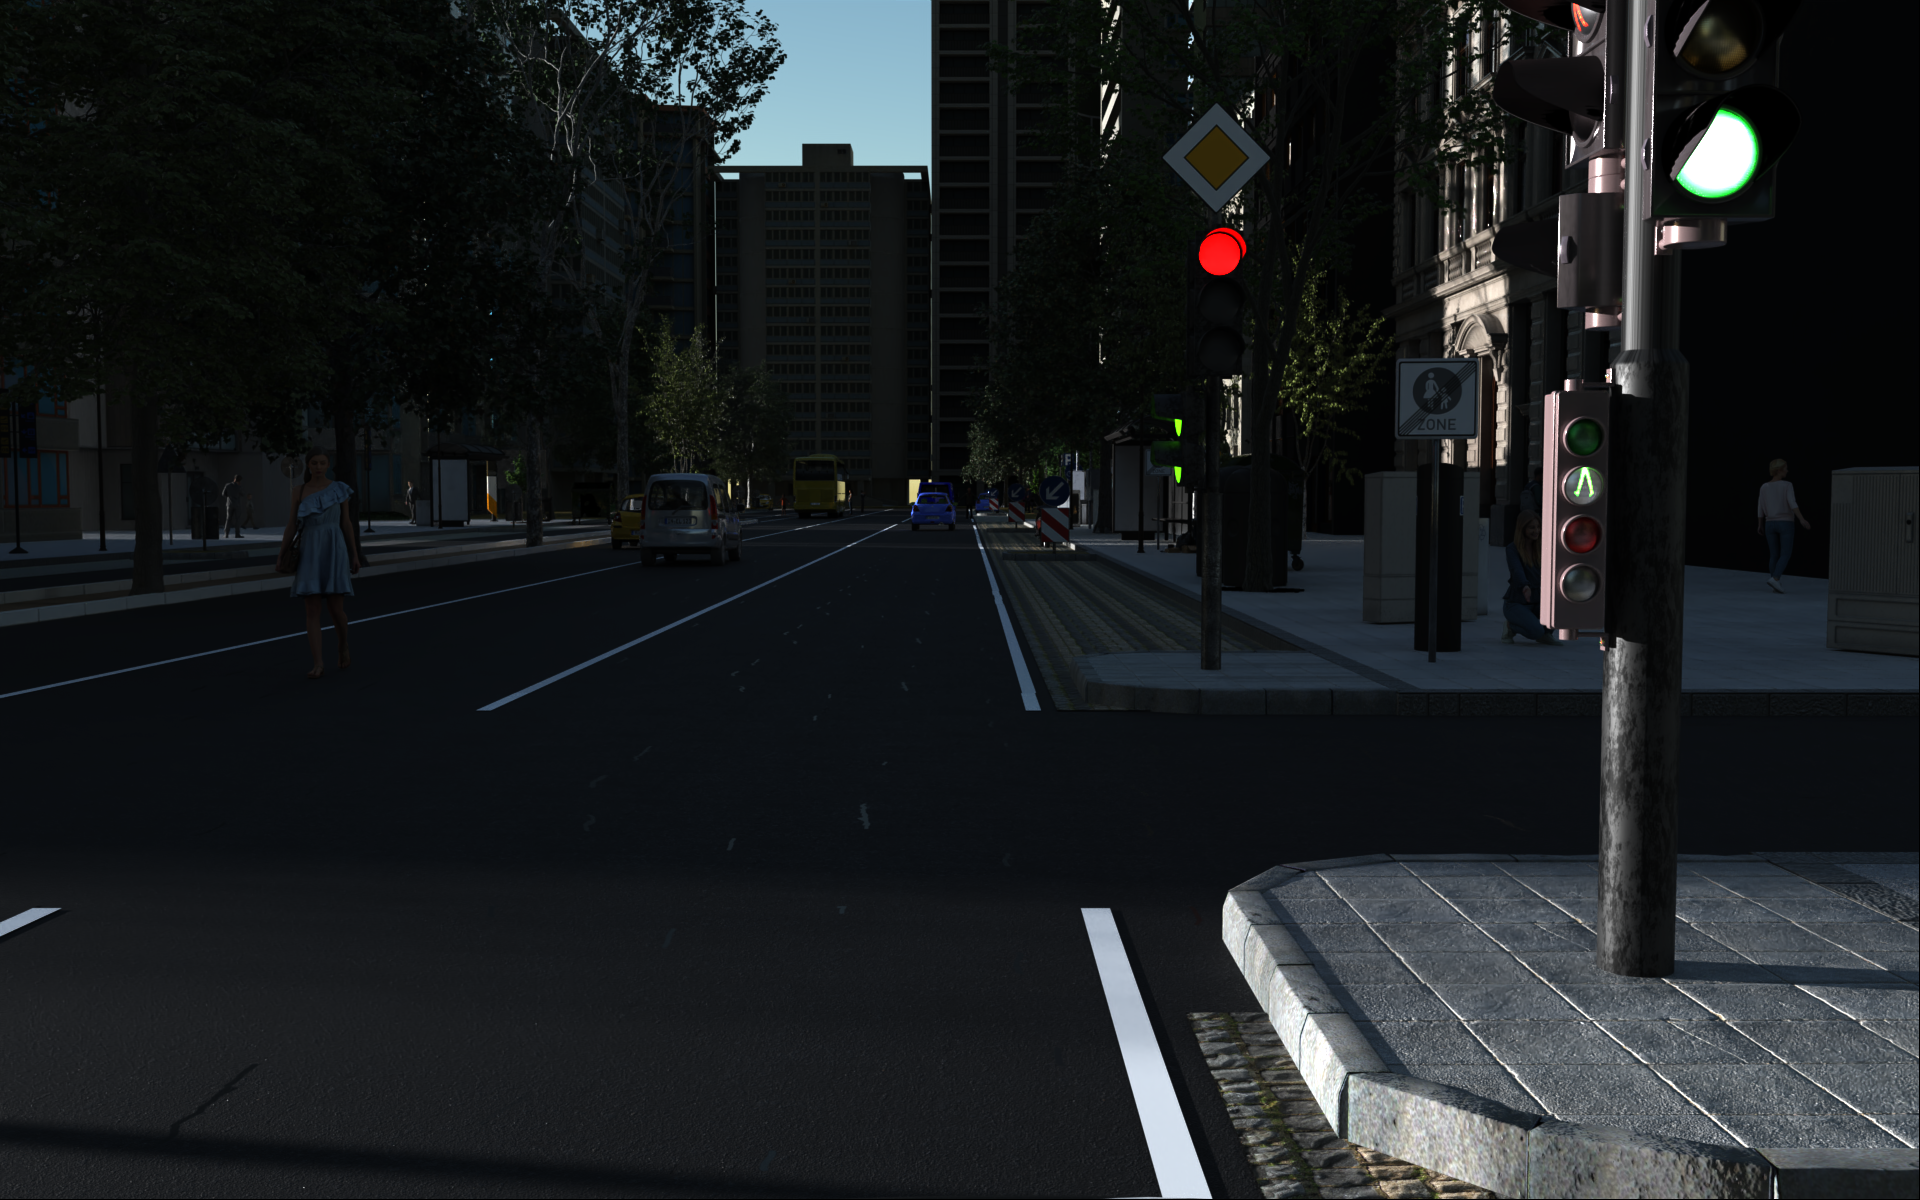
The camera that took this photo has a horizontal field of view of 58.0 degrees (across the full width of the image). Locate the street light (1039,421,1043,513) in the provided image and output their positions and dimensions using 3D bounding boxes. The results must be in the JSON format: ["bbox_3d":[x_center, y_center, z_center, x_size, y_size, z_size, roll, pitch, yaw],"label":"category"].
[{"bbox_3d":[4.027,-7.008,87.373,0.468,5.910,1.993,0,4,0],"label":"street light"}]

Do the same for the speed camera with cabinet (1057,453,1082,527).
[{"bbox_3d":[4.478,-4.480,67.587,0.660,3.252,2.038,2,4,28],"label":"speed camera with cabinet"}]

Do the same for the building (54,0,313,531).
[{"bbox_3d":[-33.549,-23.209,63.064,14.154,41.232,14.086,0,4,0],"label":"building"}]

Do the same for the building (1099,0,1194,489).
[{"bbox_3d":[23.166,-31.848,144.416,21.300,48.544,21.600,0,4,0],"label":"building"}]

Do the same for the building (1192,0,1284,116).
[{"bbox_3d":[19.605,-19.830,95.928,14.160,30.474,14.107,0,4,0],"label":"building"}]

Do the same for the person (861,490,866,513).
[{"bbox_3d":[-7.392,-7.574,133.132,0.445,1.727,0.742,-3,5,-44],"label":"person"}]

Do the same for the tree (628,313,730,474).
[{"bbox_3d":[-11.071,-7.076,68.516,4.737,8.622,4.395,0,3,0],"label":"tree"}]

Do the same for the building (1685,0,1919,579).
[{"bbox_3d":[20.973,-11.987,25.658,15.834,23.373,12.332,0,4,0],"label":"building"}]

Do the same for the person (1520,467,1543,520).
[{"bbox_3d":[10.614,-1.568,32.021,0.721,1.781,0.623,-1,4,-21],"label":"person"}]

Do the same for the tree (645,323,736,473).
[{"bbox_3d":[-11.613,-7.392,73.680,4.360,8.622,3.978,0,3,0],"label":"tree"}]

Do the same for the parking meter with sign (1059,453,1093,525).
[{"bbox_3d":[5.221,-4.860,75.717,1.738,3.016,0.543,1,4,11],"label":"parking meter with sign"}]

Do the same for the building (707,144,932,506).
[{"bbox_3d":[-14.930,-30.753,194.684,23.993,40.220,32.217,0,4,0],"label":"building"}]

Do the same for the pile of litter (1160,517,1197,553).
[{"bbox_3d":[5.262,-1.459,37.816,1.719,0.858,1.176,2,4,33],"label":"pile of litter"}]

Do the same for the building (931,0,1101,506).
[{"bbox_3d":[7.359,-45.870,188.234,20.611,71.187,20.563,0,4,0],"label":"building"}]

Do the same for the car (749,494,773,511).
[{"bbox_3d":[-16.971,-8.450,148.386,2.015,1.641,3.980,0,4,-1],"label":"car"}]

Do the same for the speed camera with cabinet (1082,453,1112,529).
[{"bbox_3d":[5.112,-4.198,62.979,0.660,3.252,2.038,-1,4,-10],"label":"speed camera with cabinet"}]

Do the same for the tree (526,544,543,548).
[{"bbox_3d":[-12.375,-11.459,45.694,12.611,20.169,13.585,0,3,0],"label":"tree"}]

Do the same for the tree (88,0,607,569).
[{"bbox_3d":[-11.394,-6.880,31.953,9.611,12.733,9.660,0,3,0],"label":"tree"}]

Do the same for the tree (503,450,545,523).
[{"bbox_3d":[-19.317,-4.984,76.096,1.663,3.219,1.824,0,3,0],"label":"tree"}]

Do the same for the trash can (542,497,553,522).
[{"bbox_3d":[-19.322,-4.219,80.627,0.748,1.137,0.748,0,3,0],"label":"trash can"}]

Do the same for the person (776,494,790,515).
[{"bbox_3d":[-11.974,-6.473,117.587,1.065,1.426,0.557,-3,4,-39],"label":"person"}]

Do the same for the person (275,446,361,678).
[{"bbox_3d":[-5.084,-0.314,13.729,0.616,1.811,0.778,0,4,-5],"label":"person"}]

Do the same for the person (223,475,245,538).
[{"bbox_3d":[-21.250,-2.743,50.690,0.655,1.846,0.447,0,4,-3],"label":"person"}]

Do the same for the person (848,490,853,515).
[{"bbox_3d":[-7.432,-6.573,116.686,0.721,1.735,1.217,0,4,-1],"label":"person"}]

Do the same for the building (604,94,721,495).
[{"bbox_3d":[-41.373,-32.740,189.926,28.867,44.769,22.147,0,4,0],"label":"building"}]

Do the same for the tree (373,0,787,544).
[{"bbox_3d":[-12.507,-12.235,58.382,12.611,20.169,13.585,0,3,0],"label":"tree"}]

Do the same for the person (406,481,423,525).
[{"bbox_3d":[-23.064,-4.106,72.955,0.659,1.850,0.755,1,4,19],"label":"person"}]

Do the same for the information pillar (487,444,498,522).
[{"bbox_3d":[-21.861,-5.477,80.902,0.183,3.616,0.504,3,4,38],"label":"information pillar"}]

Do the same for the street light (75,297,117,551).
[{"bbox_3d":[-19.371,-4.048,38.972,0.468,5.910,1.993,0,4,0],"label":"street light"}]

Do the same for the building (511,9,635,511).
[{"bbox_3d":[-39.798,-27.385,139.620,23.993,40.220,32.217,0,4,0],"label":"building"}]

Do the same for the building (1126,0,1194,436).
[{"bbox_3d":[23.987,-49.177,116.719,22.319,86.520,31.000,0,4,0],"label":"building"}]

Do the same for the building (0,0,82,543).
[{"bbox_3d":[-38.831,-11.572,34.240,27.650,21.520,28.899,0,4,0],"label":"building"}]

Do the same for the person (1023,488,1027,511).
[{"bbox_3d":[4.998,-7.791,134.106,1.217,1.739,0.721,-1,4,-21],"label":"person"}]

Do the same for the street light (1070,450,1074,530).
[{"bbox_3d":[4.033,-5.490,62.547,0.468,5.910,1.993,0,4,0],"label":"street light"}]

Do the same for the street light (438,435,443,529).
[{"bbox_3d":[-19.285,-5.585,64.103,0.468,5.910,1.993,0,4,0],"label":"street light"}]

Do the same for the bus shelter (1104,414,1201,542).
[{"bbox_3d":[5.010,-3.154,45.487,2.014,3.302,5.546,0,3,0],"label":"bus shelter"}]

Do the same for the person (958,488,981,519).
[{"bbox_3d":[0.545,-5.600,100.202,1.348,1.807,0.705,0,4,-8],"label":"person"}]

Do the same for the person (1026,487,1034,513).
[{"bbox_3d":[4.661,-6.725,116.446,0.683,1.767,0.568,2,4,32],"label":"person"}]

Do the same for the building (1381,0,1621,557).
[{"bbox_3d":[17.919,-13.088,42.870,11.050,23.489,19.941,0,4,0],"label":"building"}]

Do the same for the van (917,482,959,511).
[{"bbox_3d":[-1.231,-5.347,91.808,2.240,2.365,5.245,0,4,1],"label":"van"}]

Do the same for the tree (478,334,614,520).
[{"bbox_3d":[-20.776,-9.327,86.902,7.601,10.594,8.767,2,4,27],"label":"tree"}]

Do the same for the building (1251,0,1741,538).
[{"bbox_3d":[17.806,-14.157,61.152,12.332,23.373,15.834,0,4,0],"label":"building"}]

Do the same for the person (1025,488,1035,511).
[{"bbox_3d":[5.060,-7.501,129.198,1.217,1.766,0.721,3,5,40],"label":"person"}]

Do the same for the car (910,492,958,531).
[{"bbox_3d":[-1.042,-3.634,69.011,1.945,1.707,3.694,0,4,1],"label":"car"}]

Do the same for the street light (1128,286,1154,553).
[{"bbox_3d":[3.944,-3.963,37.581,0.468,5.910,1.993,0,4,0],"label":"street light"}]

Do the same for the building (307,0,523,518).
[{"bbox_3d":[-39.370,-29.540,102.582,23.786,49.044,30.456,0,4,0],"label":"building"}]

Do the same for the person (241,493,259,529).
[{"bbox_3d":[-25.751,-3.209,62.776,0.640,1.303,0.475,-1,4,-22],"label":"person"}]

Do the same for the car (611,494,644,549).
[{"bbox_3d":[-8.219,-2.212,46.386,2.015,1.641,3.980,0,4,-1],"label":"car"}]

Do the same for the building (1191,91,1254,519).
[{"bbox_3d":[16.695,-13.700,78.741,10.420,20.320,16.860,0,4,0],"label":"building"}]

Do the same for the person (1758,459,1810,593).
[{"bbox_3d":[10.655,-0.964,22.475,0.598,1.740,0.731,-3,5,-45],"label":"person"}]

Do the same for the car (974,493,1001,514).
[{"bbox_3d":[1.937,-6.927,122.844,1.945,1.707,3.694,0,4,1],"label":"car"}]

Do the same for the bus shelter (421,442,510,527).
[{"bbox_3d":[-19.860,-4.645,69.866,2.014,3.302,5.546,0,4,0],"label":"bus shelter"}]

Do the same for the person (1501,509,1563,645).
[{"bbox_3d":[5.000,-0.194,14.707,1.012,1.151,0.738,-1,4,-19],"label":"person"}]

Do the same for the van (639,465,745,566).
[{"bbox_3d":[-5.538,-1.770,35.949,2.013,2.044,4.112,0,3,0],"label":"van"}]

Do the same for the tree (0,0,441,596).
[{"bbox_3d":[-10.998,-6.281,23.281,7.486,12.596,7.792,0,3,0],"label":"tree"}]
